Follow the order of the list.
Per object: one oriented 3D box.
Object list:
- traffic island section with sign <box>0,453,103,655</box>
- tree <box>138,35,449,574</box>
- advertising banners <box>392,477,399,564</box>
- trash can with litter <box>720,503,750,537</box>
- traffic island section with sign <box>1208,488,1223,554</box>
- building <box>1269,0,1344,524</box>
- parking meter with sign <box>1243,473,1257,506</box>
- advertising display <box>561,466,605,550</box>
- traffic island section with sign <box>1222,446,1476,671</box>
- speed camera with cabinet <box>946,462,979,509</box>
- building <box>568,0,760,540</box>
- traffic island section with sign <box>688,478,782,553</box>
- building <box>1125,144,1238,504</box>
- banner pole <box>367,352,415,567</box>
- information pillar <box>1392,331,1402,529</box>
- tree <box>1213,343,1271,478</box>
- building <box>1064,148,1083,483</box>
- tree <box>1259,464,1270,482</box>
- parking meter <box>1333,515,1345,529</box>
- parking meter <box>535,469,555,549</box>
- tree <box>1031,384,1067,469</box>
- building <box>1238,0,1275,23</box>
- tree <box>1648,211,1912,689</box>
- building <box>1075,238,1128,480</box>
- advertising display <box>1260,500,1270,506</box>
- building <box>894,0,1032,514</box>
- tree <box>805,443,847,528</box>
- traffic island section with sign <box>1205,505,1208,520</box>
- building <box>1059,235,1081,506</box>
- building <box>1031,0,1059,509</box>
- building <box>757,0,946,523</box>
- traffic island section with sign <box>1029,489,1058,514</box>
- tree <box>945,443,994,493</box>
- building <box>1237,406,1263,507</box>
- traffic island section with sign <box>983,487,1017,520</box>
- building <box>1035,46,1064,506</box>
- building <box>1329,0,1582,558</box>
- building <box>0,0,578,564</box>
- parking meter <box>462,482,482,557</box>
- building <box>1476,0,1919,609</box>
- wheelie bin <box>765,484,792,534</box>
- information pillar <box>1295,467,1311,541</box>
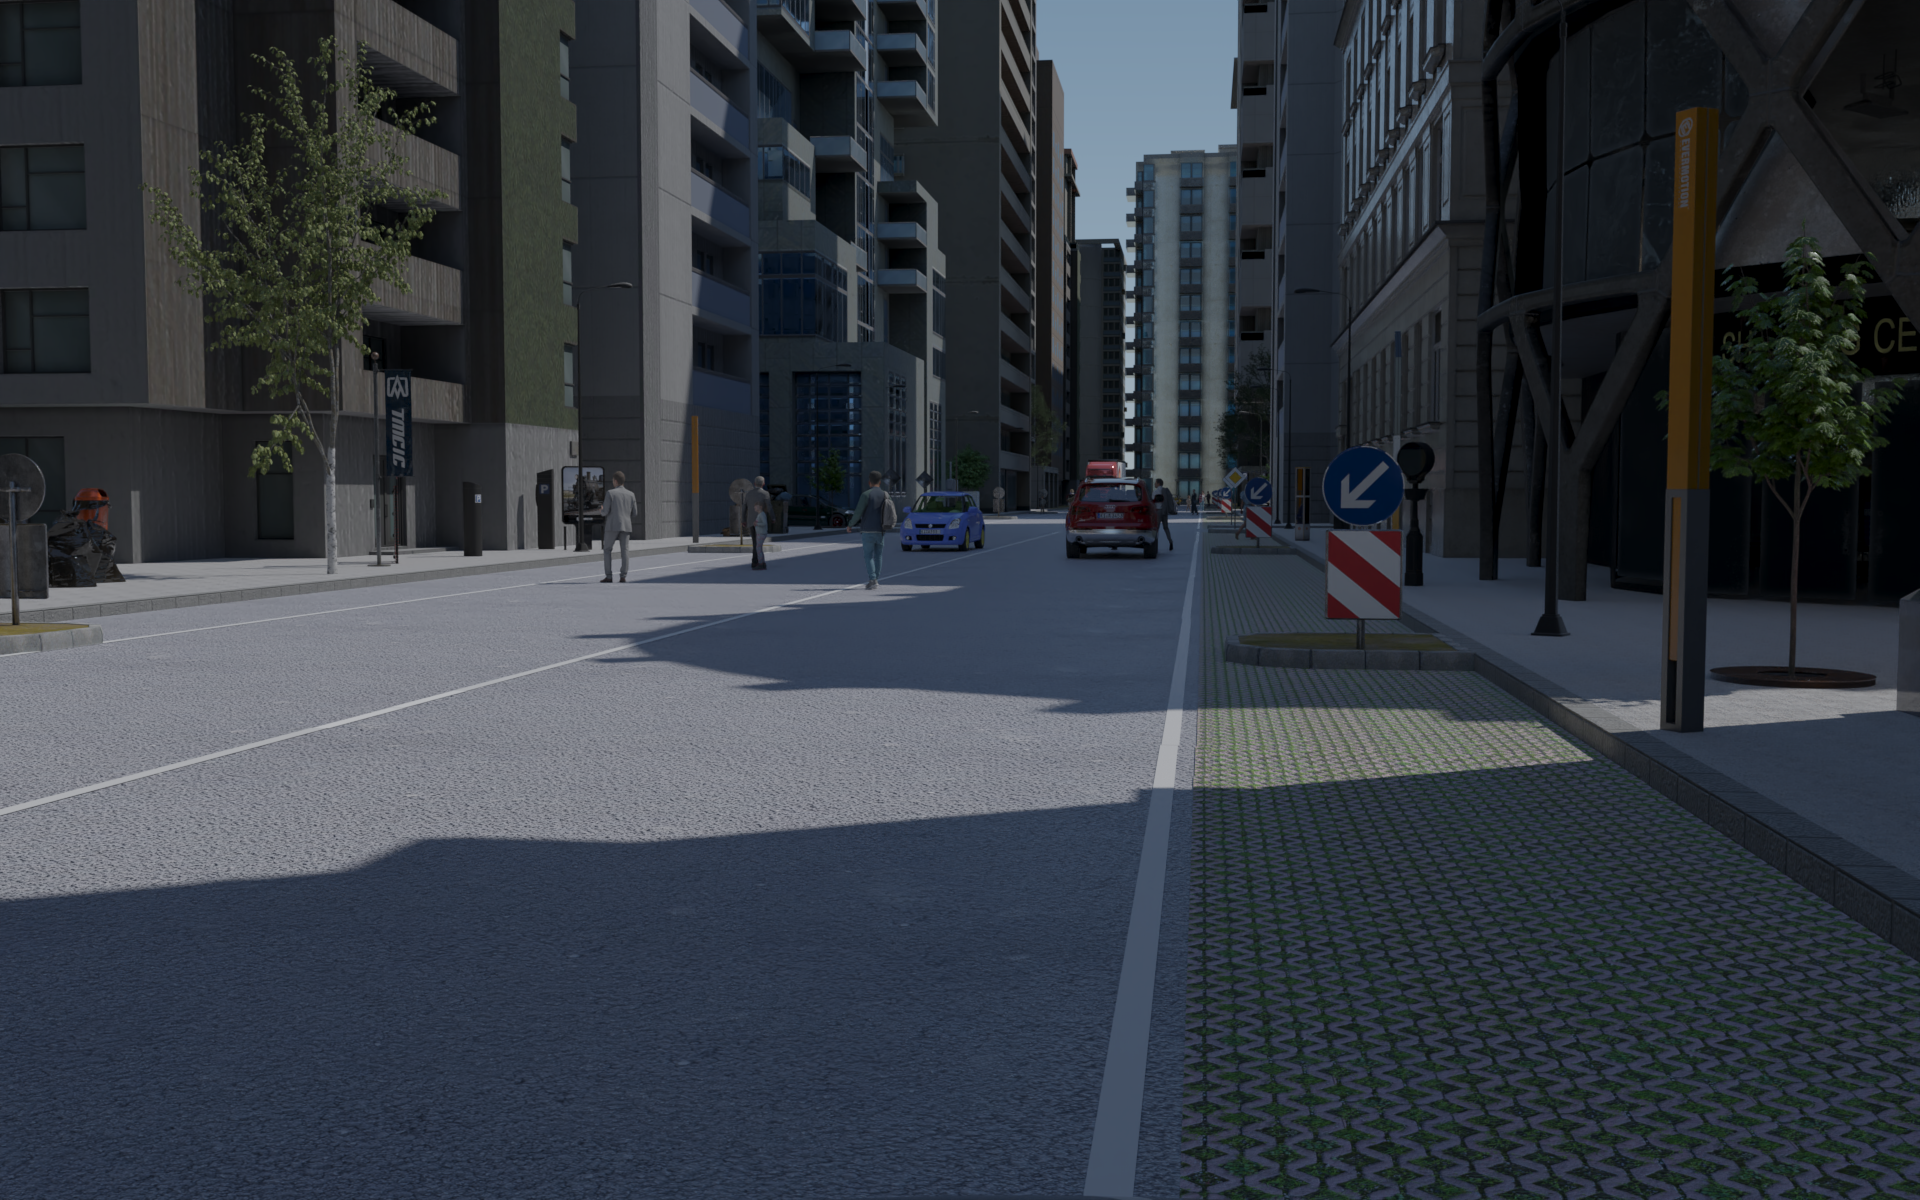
[{"bbox_3d":[-9.259,-0.465,16.226,1.989,1.847,2.006,0,4,8],"label":"traffic island section with sign"},{"bbox_3d":[-10.312,-4.722,27.560,4.737,8.622,4.395,0,3,0],"label":"tree"},{"bbox_3d":[-10.444,-2.193,32.037,0.090,3.025,2.074,-1,4,-19],"label":"advertising banners"},{"bbox_3d":[-6.746,-2.486,52.026,1.055,1.170,0.624,2,4,30],"label":"trash can with litter"},{"bbox_3d":[7.053,-2.022,41.686,1.989,1.847,2.006,0,4,8],"label":"traffic island section with sign"},{"bbox_3d":[28.669,-32.709,76.796,28.212,58.520,21.231,0,4,8],"label":"building"},{"bbox_3d":[23.955,-8.905,141.856,1.738,3.016,0.543,-2,4,-35],"label":"parking meter with sign"},{"bbox_3d":[-8.645,-2.112,39.753,0.974,1.923,0.123,-1,4,-20],"label":"advertising display"},{"bbox_3d":[3.309,-0.389,14.991,1.989,1.847,2.006,0,4,8],"label":"traffic island section with sign"},{"bbox_3d":[0.136,-6.811,105.692,2.038,3.252,0.660,1,4,18],"label":"speed camera with cabinet"},{"bbox_3d":[-21.521,-31.481,56.708,28.212,58.520,21.231,0,4,8],"label":"building"},{"bbox_3d":[-5.507,-2.098,42.930,1.989,1.847,2.006,0,4,8],"label":"traffic island section with sign"},{"bbox_3d":[38.366,-37.920,239.599,30.456,49.044,23.786,0,4,8],"label":"building"},{"bbox_3d":[-10.088,-2.486,30.660,0.863,3.779,0.401,0,4,-1],"label":"banner pole"},{"bbox_3d":[6.234,-2.042,24.742,0.183,3.616,0.504,1,4,12],"label":"information pillar"},{"bbox_3d":[19.028,-10.597,107.667,7.601,10.594,8.767,-2,4,-28],"label":"tree"},{"bbox_3d":[1.508,-34.217,214.079,28.867,44.769,22.147,0,4,8],"label":"building"},{"bbox_3d":[16.881,-6.051,93.528,1.663,3.219,1.824,0,3,0],"label":"tree"},{"bbox_3d":[10.565,-2.600,48.229,0.255,1.863,0.399,2,4,24],"label":"parking meter"},{"bbox_3d":[-9.624,-2.108,40.178,0.399,1.863,0.255,0,4,-2],"label":"parking meter"},{"bbox_3d":[4.387,-12.427,137.589,8.767,10.594,7.601,0,4,7],"label":"tree"},{"bbox_3d":[33.632,-32.724,124.271,28.713,52.752,27.495,0,4,8],"label":"building"},{"bbox_3d":[5.846,-1.056,11.875,1.663,3.219,1.824,0,3,0],"label":"tree"},{"bbox_3d":[11.628,-33.998,247.747,23.993,40.220,32.217,0,4,8],"label":"building"},{"bbox_3d":[16.851,-5.551,95.972,0.974,1.923,0.123,-2,4,-35],"label":"advertising display"},{"bbox_3d":[-6.565,-30.523,122.760,21.300,48.544,21.600,0,4,8],"label":"building"},{"bbox_3d":[-4.795,-4.331,65.420,1.663,3.219,1.824,0,3,0],"label":"tree"},{"bbox_3d":[14.780,-5.389,96.739,1.989,1.847,2.006,0,4,8],"label":"traffic island section with sign"},{"bbox_3d":[5.820,-25.699,191.874,14.160,30.474,14.107,0,4,8],"label":"building"},{"bbox_3d":[-1.400,-44.102,159.325,20.563,71.187,20.611,0,4,8],"label":"building"},{"bbox_3d":[-12.096,-47.409,87.803,22.319,86.520,31.000,0,4,8],"label":"building"},{"bbox_3d":[6.038,-7.129,125.187,1.989,1.847,2.006,0,4,8],"label":"traffic island section with sign"},{"bbox_3d":[0.612,-7.712,109.799,4.285,4.588,4.351,0,3,0],"label":"tree"},{"bbox_3d":[37.748,-33.149,165.686,21.300,48.544,21.600,0,4,8],"label":"building"},{"bbox_3d":[2.215,-5.465,97.973,1.989,1.847,2.006,0,4,8],"label":"traffic island section with sign"},{"bbox_3d":[3.119,-32.227,177.025,14.600,45.320,14.200,0,4,8],"label":"building"},{"bbox_3d":[18.876,-13.083,47.183,16.112,22.955,30.059,0,4,8],"label":"building"},{"bbox_3d":[-17.495,-16.239,37.212,14.160,30.474,14.107,0,4,8],"label":"building"},{"bbox_3d":[-10.034,-1.666,35.649,0.372,1.533,0.369,0,3,0],"label":"parking meter"},{"bbox_3d":[15.648,-9.528,23.233,16.820,18.784,16.811,0,4,8],"label":"building"},{"bbox_3d":[-5.897,-2.939,55.958,0.980,1.594,0.693,1,4,11],"label":"wheelie bin"},{"bbox_3d":[9.405,-2.631,47.516,0.304,2.012,0.304,-3,5,-43],"label":"information pillar"}]
